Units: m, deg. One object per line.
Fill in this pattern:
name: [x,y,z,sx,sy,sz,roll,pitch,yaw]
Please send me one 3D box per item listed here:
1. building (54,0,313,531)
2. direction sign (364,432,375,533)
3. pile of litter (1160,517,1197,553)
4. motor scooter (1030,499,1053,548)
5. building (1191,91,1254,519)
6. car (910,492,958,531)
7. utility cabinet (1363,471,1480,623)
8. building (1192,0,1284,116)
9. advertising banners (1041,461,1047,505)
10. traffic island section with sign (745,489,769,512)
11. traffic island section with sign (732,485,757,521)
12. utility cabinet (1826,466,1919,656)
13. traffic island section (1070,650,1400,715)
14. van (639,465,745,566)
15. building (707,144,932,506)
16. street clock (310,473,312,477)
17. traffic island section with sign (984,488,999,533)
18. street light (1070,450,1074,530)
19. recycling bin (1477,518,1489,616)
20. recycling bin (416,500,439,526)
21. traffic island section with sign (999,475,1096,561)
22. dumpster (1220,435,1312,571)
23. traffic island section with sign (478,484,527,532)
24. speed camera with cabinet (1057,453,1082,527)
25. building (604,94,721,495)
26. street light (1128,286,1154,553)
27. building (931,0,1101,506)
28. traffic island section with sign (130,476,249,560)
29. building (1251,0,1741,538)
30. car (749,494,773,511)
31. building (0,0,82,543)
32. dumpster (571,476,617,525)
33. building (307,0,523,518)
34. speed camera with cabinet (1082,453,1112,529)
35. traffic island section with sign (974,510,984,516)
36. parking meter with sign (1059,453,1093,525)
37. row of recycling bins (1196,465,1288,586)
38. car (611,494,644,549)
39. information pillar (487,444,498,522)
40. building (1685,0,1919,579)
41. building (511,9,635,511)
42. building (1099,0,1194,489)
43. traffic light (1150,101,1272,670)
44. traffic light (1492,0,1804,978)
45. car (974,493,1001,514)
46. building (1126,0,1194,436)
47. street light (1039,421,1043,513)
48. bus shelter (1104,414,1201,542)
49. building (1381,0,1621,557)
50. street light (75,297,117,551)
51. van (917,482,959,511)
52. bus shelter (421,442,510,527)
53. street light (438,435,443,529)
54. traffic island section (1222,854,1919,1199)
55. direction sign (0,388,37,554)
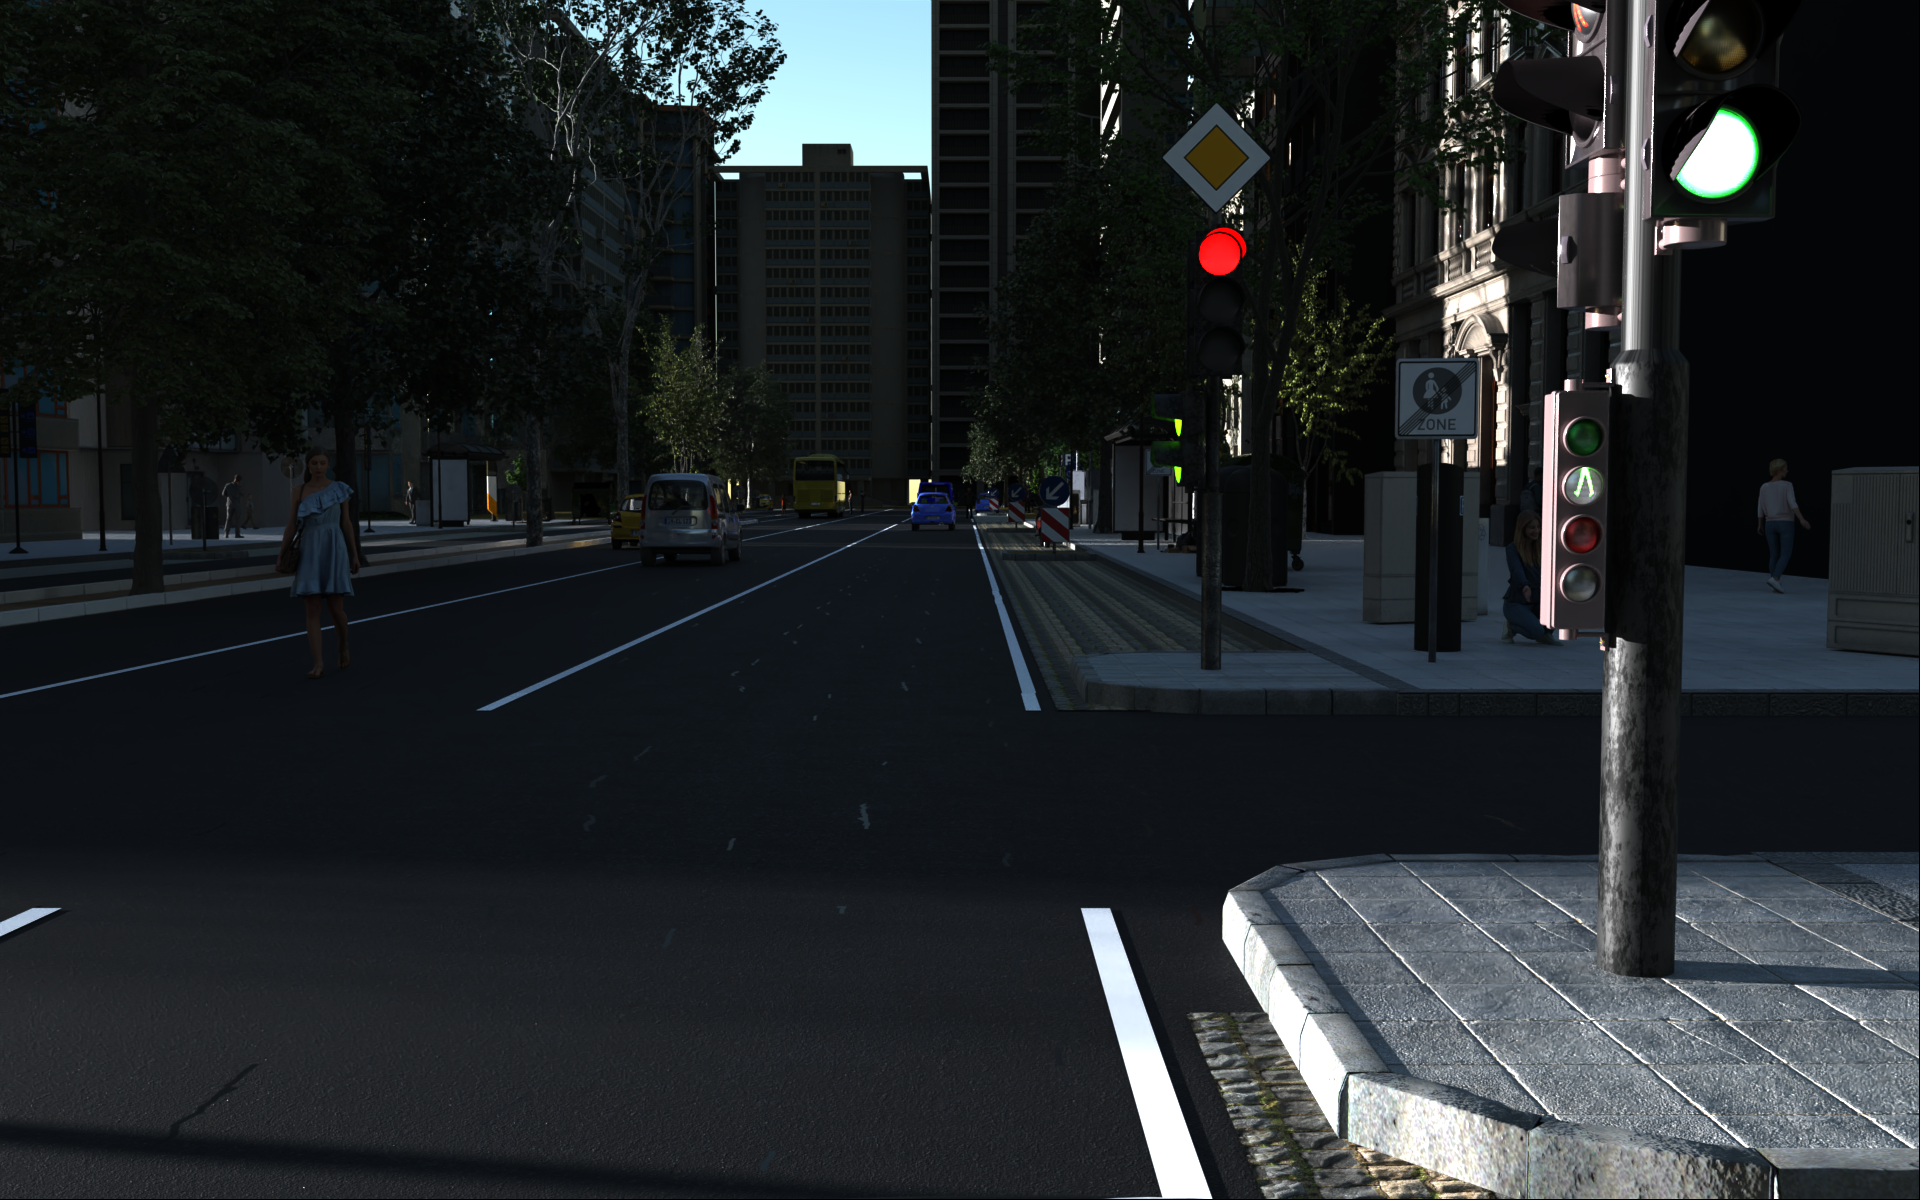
building: [-33.549,-23.209,63.064,14.154,41.232,14.086,0,4,0]
direction sign: [-19.754,-4.026,57.822,0.379,3.537,0.876,0,4,-7]
pile of litter: [5.262,-1.459,37.816,1.719,0.858,1.176,2,4,33]
motor scooter: [2.293,-2.069,46.611,0.815,1.314,1.986,0,4,-1]
building: [16.695,-13.700,78.741,10.420,20.320,16.860,0,4,0]
car: [-1.042,-3.634,69.011,1.945,1.707,3.694,0,4,1]
utility cabinet: [4.599,-0.527,17.289,1.173,1.500,0.318,-1,4,-22]
building: [19.605,-19.830,95.928,14.160,30.474,14.107,0,4,0]
advertising banners: [3.685,-4.852,75.517,0.090,3.025,2.074,0,4,8]
traffic island section with sign: [-16.749,-8.178,142.331,1.989,1.847,2.006,0,4,0]
traffic island section with sign: [-11.266,-4.856,87.526,2.006,1.907,1.989,0,4,0]
utility cabinet: [7.508,-0.309,13.724,0.318,1.500,1.173,-2,4,-28]
traffic island section: [1.861,0.586,12.697,2.009,0.180,2.903,0,4,0]
van: [-5.538,-1.770,35.949,2.013,2.044,4.112,0,3,0]
building: [-14.930,-30.753,194.684,23.993,40.220,32.217,0,4,0]
street clock: [-21.574,-3.270,58.030,0.471,2.002,0.358,-1,4,-12]
traffic island section with sign: [1.983,-3.430,64.707,1.989,1.847,2.006,0,4,0]
street light: [4.033,-5.490,62.547,0.468,5.910,1.993,0,4,0]
recycling bin: [5.126,-0.361,18.460,0.722,1.027,0.722,-2,4,-30]
recycling bin: [-21.600,-3.530,70.272,0.722,1.027,0.722,0,4,4]
traffic island section with sign: [1.916,-1.781,37.752,1.989,1.847,2.006,0,4,0]
dumpster: [5.111,-1.662,29.663,1.502,2.255,1.985,0,3,0]
traffic island section with sign: [-16.947,-3.473,65.407,1.989,1.847,2.006,0,4,0]
speed camera with cabinet: [4.478,-4.480,67.587,0.660,3.252,2.038,2,4,28]
building: [-41.373,-32.740,189.926,28.867,44.769,22.147,0,4,0]
street light: [3.944,-3.963,37.581,0.468,5.910,1.993,0,4,0]
building: [7.359,-45.870,188.234,20.611,71.187,20.563,0,4,0]
traffic island section with sign: [-16.997,-1.824,38.452,1.989,1.847,2.006,0,4,0]
building: [17.806,-14.157,61.152,12.332,23.373,15.834,0,4,0]
car: [-16.971,-8.450,148.386,2.015,1.641,3.980,0,4,-1]
building: [-38.831,-11.572,34.240,27.650,21.520,28.899,0,4,0]
dumpster: [-17.097,-4.643,80.863,1.985,2.255,1.502,0,4,1]
building: [-39.370,-29.540,102.582,23.786,49.044,30.456,0,4,0]
speed camera with cabinet: [5.112,-4.198,62.979,0.660,3.252,2.038,-1,4,-10]
traffic island section with sign: [2.109,-6.472,114.451,1.989,1.847,2.006,0,4,0]
parking meter with sign: [5.221,-4.860,75.717,1.738,3.016,0.543,1,4,11]
row of recycling bins: [4.083,-1.127,25.547,1.069,1.692,3.534,0,3,0]
car: [-8.219,-2.212,46.386,2.015,1.641,3.980,0,4,-1]
information pillar: [-21.861,-5.477,80.902,0.183,3.616,0.504,3,4,38]
building: [20.973,-11.987,25.658,15.834,23.373,12.332,0,4,0]
building: [-39.798,-27.385,139.620,23.993,40.220,32.217,0,4,0]
building: [23.166,-31.848,144.416,21.300,48.544,21.600,0,4,0]
traffic light: [1.821,-1.447,12.583,0.839,4.253,0.868,0,4,0]
traffic light: [-0.290,-1.822,4.461,4.771,5.953,1.251,0,4,0]
car: [1.937,-6.927,122.844,1.945,1.707,3.694,0,4,1]
building: [23.987,-49.177,116.719,22.319,86.520,31.000,0,4,0]
street light: [4.027,-7.008,87.373,0.468,5.910,1.993,0,4,0]
bus shelter: [5.010,-3.154,45.487,2.014,3.302,5.546,0,3,0]
building: [17.919,-13.088,42.870,11.050,23.489,19.941,0,4,0]
street light: [-19.371,-4.048,38.972,0.468,5.910,1.993,0,4,0]
van: [-1.231,-5.347,91.808,2.240,2.365,5.245,0,4,1]
bus shelter: [-19.860,-4.645,69.866,2.014,3.302,5.546,0,4,0]
street light: [-19.285,-5.585,64.103,0.468,5.910,1.993,0,4,0]
traffic island section: [1.842,1.075,4.712,2.009,0.180,2.903,0,4,0]
direction sign: [-20.365,-2.774,37.358,0.379,3.537,0.876,3,5,42]
